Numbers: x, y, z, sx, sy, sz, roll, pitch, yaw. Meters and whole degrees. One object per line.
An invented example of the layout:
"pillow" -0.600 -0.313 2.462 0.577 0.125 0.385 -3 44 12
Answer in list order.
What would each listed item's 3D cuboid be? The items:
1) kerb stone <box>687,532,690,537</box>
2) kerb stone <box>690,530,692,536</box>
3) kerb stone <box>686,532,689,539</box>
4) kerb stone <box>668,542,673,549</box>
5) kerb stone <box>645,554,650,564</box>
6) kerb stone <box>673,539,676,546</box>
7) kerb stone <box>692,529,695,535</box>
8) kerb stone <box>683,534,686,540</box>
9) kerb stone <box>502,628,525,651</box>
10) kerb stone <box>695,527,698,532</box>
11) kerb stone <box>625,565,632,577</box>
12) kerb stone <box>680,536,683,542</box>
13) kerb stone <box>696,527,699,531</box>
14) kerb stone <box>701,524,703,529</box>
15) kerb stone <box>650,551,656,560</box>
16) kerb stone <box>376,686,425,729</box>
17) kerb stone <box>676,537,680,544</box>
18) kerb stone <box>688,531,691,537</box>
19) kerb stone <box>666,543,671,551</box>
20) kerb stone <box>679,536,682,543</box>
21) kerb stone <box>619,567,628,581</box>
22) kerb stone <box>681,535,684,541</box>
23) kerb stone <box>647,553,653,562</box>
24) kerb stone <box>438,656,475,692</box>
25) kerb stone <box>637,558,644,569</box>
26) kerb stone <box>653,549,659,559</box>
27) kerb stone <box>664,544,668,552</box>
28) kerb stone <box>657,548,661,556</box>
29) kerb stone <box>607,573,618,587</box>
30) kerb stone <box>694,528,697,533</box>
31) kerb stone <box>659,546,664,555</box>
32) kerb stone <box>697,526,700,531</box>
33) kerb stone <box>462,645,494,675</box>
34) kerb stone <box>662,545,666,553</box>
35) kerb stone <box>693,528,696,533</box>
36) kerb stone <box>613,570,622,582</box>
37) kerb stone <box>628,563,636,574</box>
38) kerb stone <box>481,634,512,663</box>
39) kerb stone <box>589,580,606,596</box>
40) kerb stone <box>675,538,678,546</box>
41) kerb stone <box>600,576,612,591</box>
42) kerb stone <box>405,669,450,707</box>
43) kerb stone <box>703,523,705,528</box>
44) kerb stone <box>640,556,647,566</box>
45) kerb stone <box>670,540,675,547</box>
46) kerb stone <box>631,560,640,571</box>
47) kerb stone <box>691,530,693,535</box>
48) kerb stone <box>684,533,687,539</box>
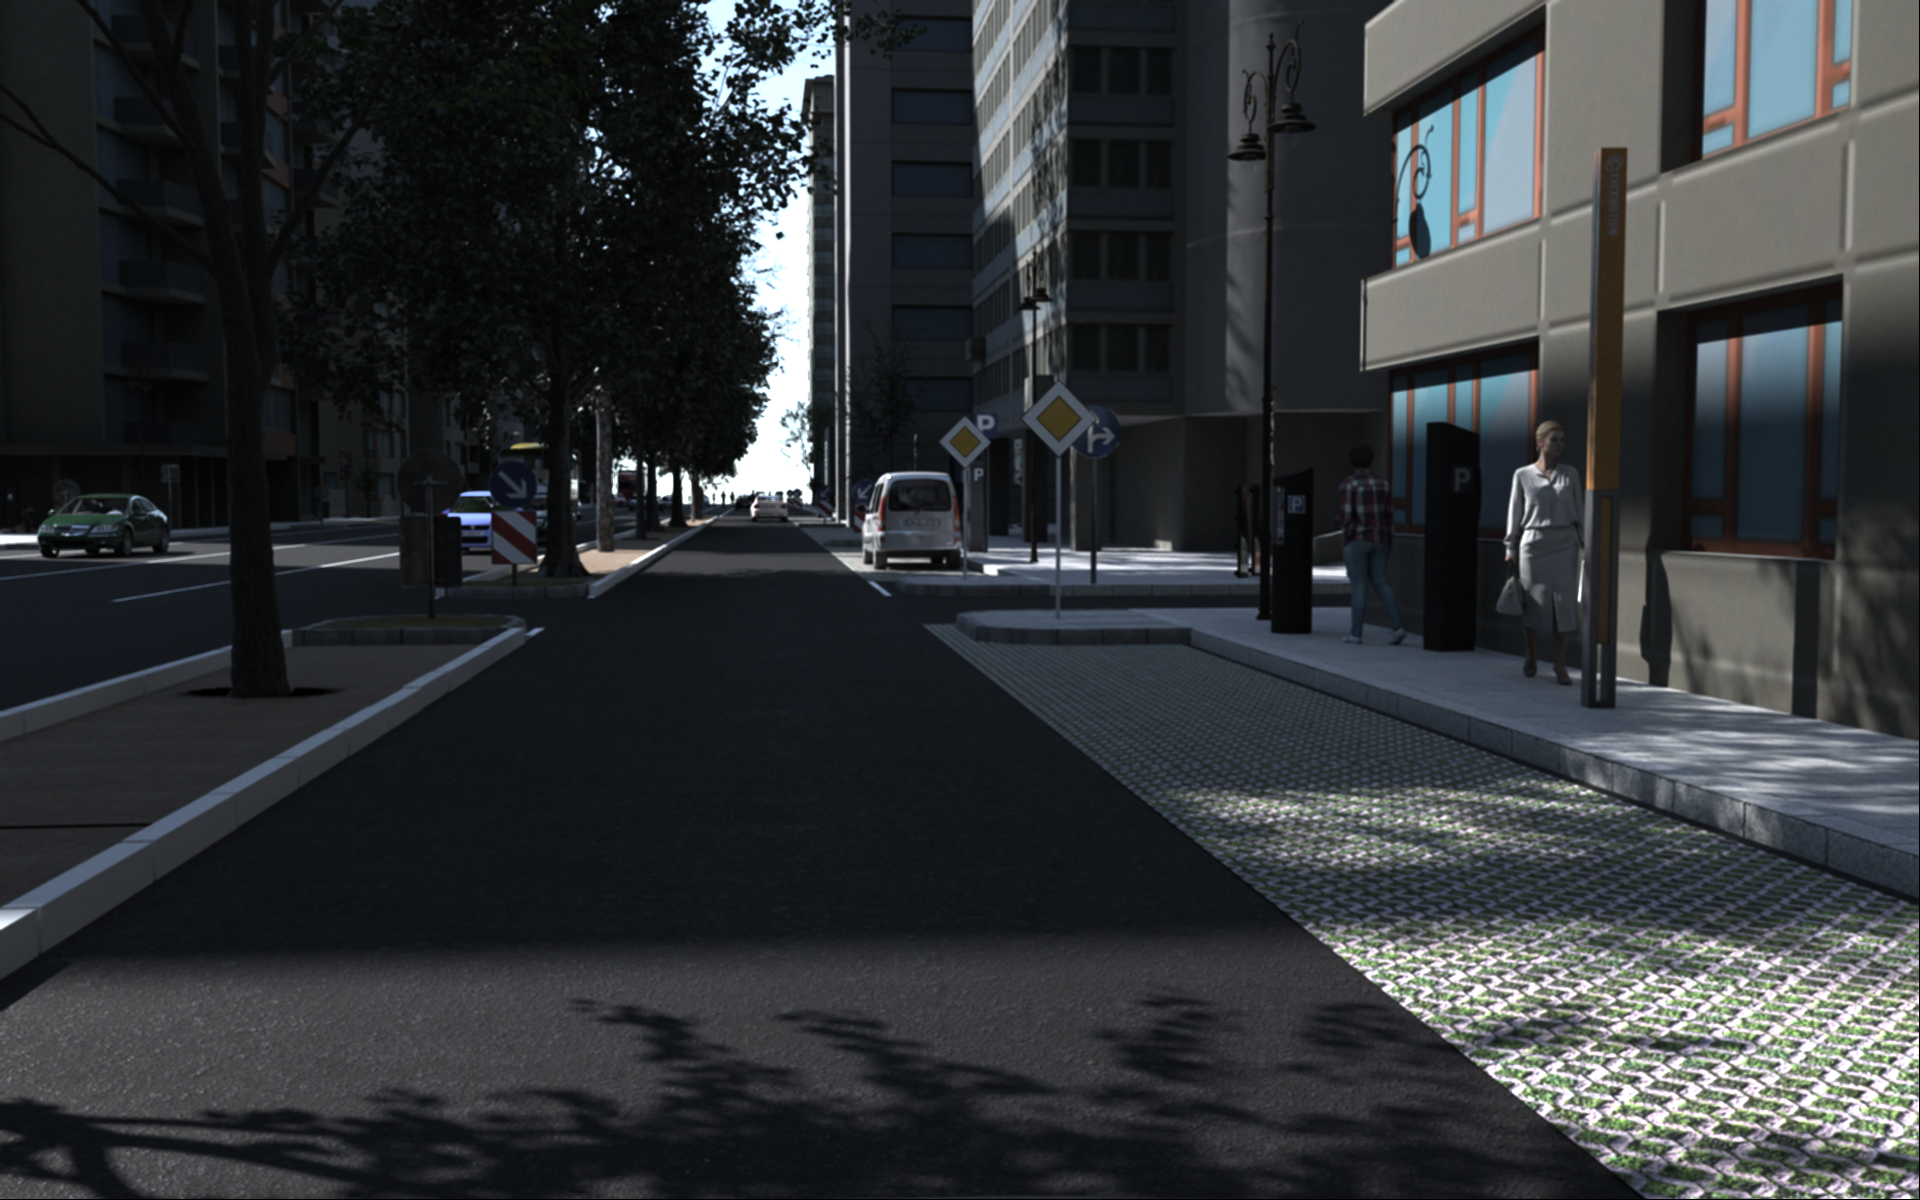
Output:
"kerb stone" -8.782 -2.025 55.299 0.120 0.150 1.000 0 4 -7
"kerb stone" -9.021 -2.145 57.341 0.120 0.150 1.000 0 4 -7
"kerb stone" -8.665 -1.956 54.282 0.120 0.150 1.000 0 4 -7
"kerb stone" -7.465 -1.335 44.090 0.120 0.150 1.000 0 4 -7
"kerb stone" -6.391 -0.779 34.930 0.120 0.150 1.000 0 4 -7
"kerb stone" -7.710 -1.461 46.132 0.120 0.150 1.000 0 4 -7
"kerb stone" -9.264 -2.274 59.371 0.120 0.150 1.000 0 4 -7
"kerb stone" -8.422 -1.837 52.236 0.120 0.150 1.000 0 4 -7
"kerb stone" -4.176 0.373 16.101 0.120 0.150 1.000 0 4 -7
"kerb stone" -9.623 -2.453 62.422 0.120 0.150 1.000 0 4 -7
"kerb stone" -5.791 -0.468 29.849 0.120 0.150 1.000 0 4 -7
"kerb stone" -8.189 -1.710 50.203 0.120 0.150 1.000 0 4 -7
"kerb stone" -9.741 -2.522 63.437 0.120 0.150 1.000 0 4 -7
"kerb stone" -10.338 -2.834 68.532 0.120 0.150 1.000 0 4 -7
"kerb stone" -6.637 -0.904 36.969 0.120 0.150 1.000 0 4 -7
"kerb stone" -3.573 0.692 10.992 0.120 0.150 1.000 0 4 -7
"kerb stone" -7.937 -1.586 48.169 0.120 0.150 1.000 0 4 -7
"kerb stone" -8.903 -2.087 56.325 0.120 0.150 1.000 0 4 -7
"kerb stone" -7.345 -1.277 43.069 0.120 0.150 1.000 0 4 -7
"kerb stone" -8.063 -1.651 49.183 0.120 0.150 1.000 0 4 -7
"kerb stone" -5.666 -0.406 28.828 0.120 0.150 1.000 0 4 -7
"kerb stone" -8.305 -1.770 51.219 0.120 0.150 1.000 0 4 -7
"kerb stone" -6.510 -0.832 35.947 0.120 0.150 1.000 0 4 -7
"kerb stone" -3.812 0.560 13.036 0.120 0.150 1.000 0 4 -7
"kerb stone" -6.151 -0.655 32.900 0.120 0.150 1.000 0 4 -7
"kerb stone" -6.747 -0.966 37.987 0.120 0.150 1.000 0 4 -7
"kerb stone" -7.237 -1.209 42.052 0.120 0.150 1.000 0 4 -7
"kerb stone" -6.870 -1.027 39.003 0.120 0.150 1.000 0 4 -7
"kerb stone" -5.432 -0.281 26.795 0.120 0.150 1.000 0 4 -7
"kerb stone" -9.497 -2.398 61.407 0.120 0.150 1.000 0 4 -7
"kerb stone" -6.992 -1.089 40.022 0.120 0.150 1.000 0 4 -7
"kerb stone" -9.861 -2.585 64.454 0.120 0.150 1.000 0 4 -7
"kerb stone" -3.939 0.502 14.061 0.120 0.150 1.000 0 4 -7
"kerb stone" -7.113 -1.152 41.037 0.120 0.150 1.000 0 4 -7
"kerb stone" -9.385 -2.335 60.386 0.120 0.150 1.000 0 4 -7
"kerb stone" -5.566 -0.343 27.810 0.120 0.150 1.000 0 4 -7
"kerb stone" -5.911 -0.520 30.865 0.120 0.150 1.000 0 4 -7
"kerb stone" -4.058 0.435 15.085 0.120 0.150 1.000 0 4 -7
"kerb stone" -5.194 -0.156 24.754 0.120 0.150 1.000 0 4 -7
"kerb stone" -7.830 -1.526 47.149 0.120 0.150 1.000 0 4 -7
"kerb stone" -5.315 -0.217 25.775 0.120 0.150 1.000 0 4 -7
"kerb stone" -3.704 0.623 12.010 0.120 0.150 1.000 0 4 -7
"kerb stone" -10.575 -2.958 70.570 0.120 0.150 1.000 0 4 -7
"kerb stone" -6.269 -0.717 33.915 0.120 0.150 1.000 0 4 -7
"kerb stone" -7.584 -1.401 45.108 0.120 0.150 1.000 0 4 -7
"kerb stone" -6.034 -0.592 31.883 0.120 0.150 1.000 0 4 -7
"kerb stone" -9.145 -2.212 58.356 0.120 0.150 1.000 0 4 -7
"kerb stone" -8.541 -1.899 53.251 0.120 0.150 1.000 0 4 -7
